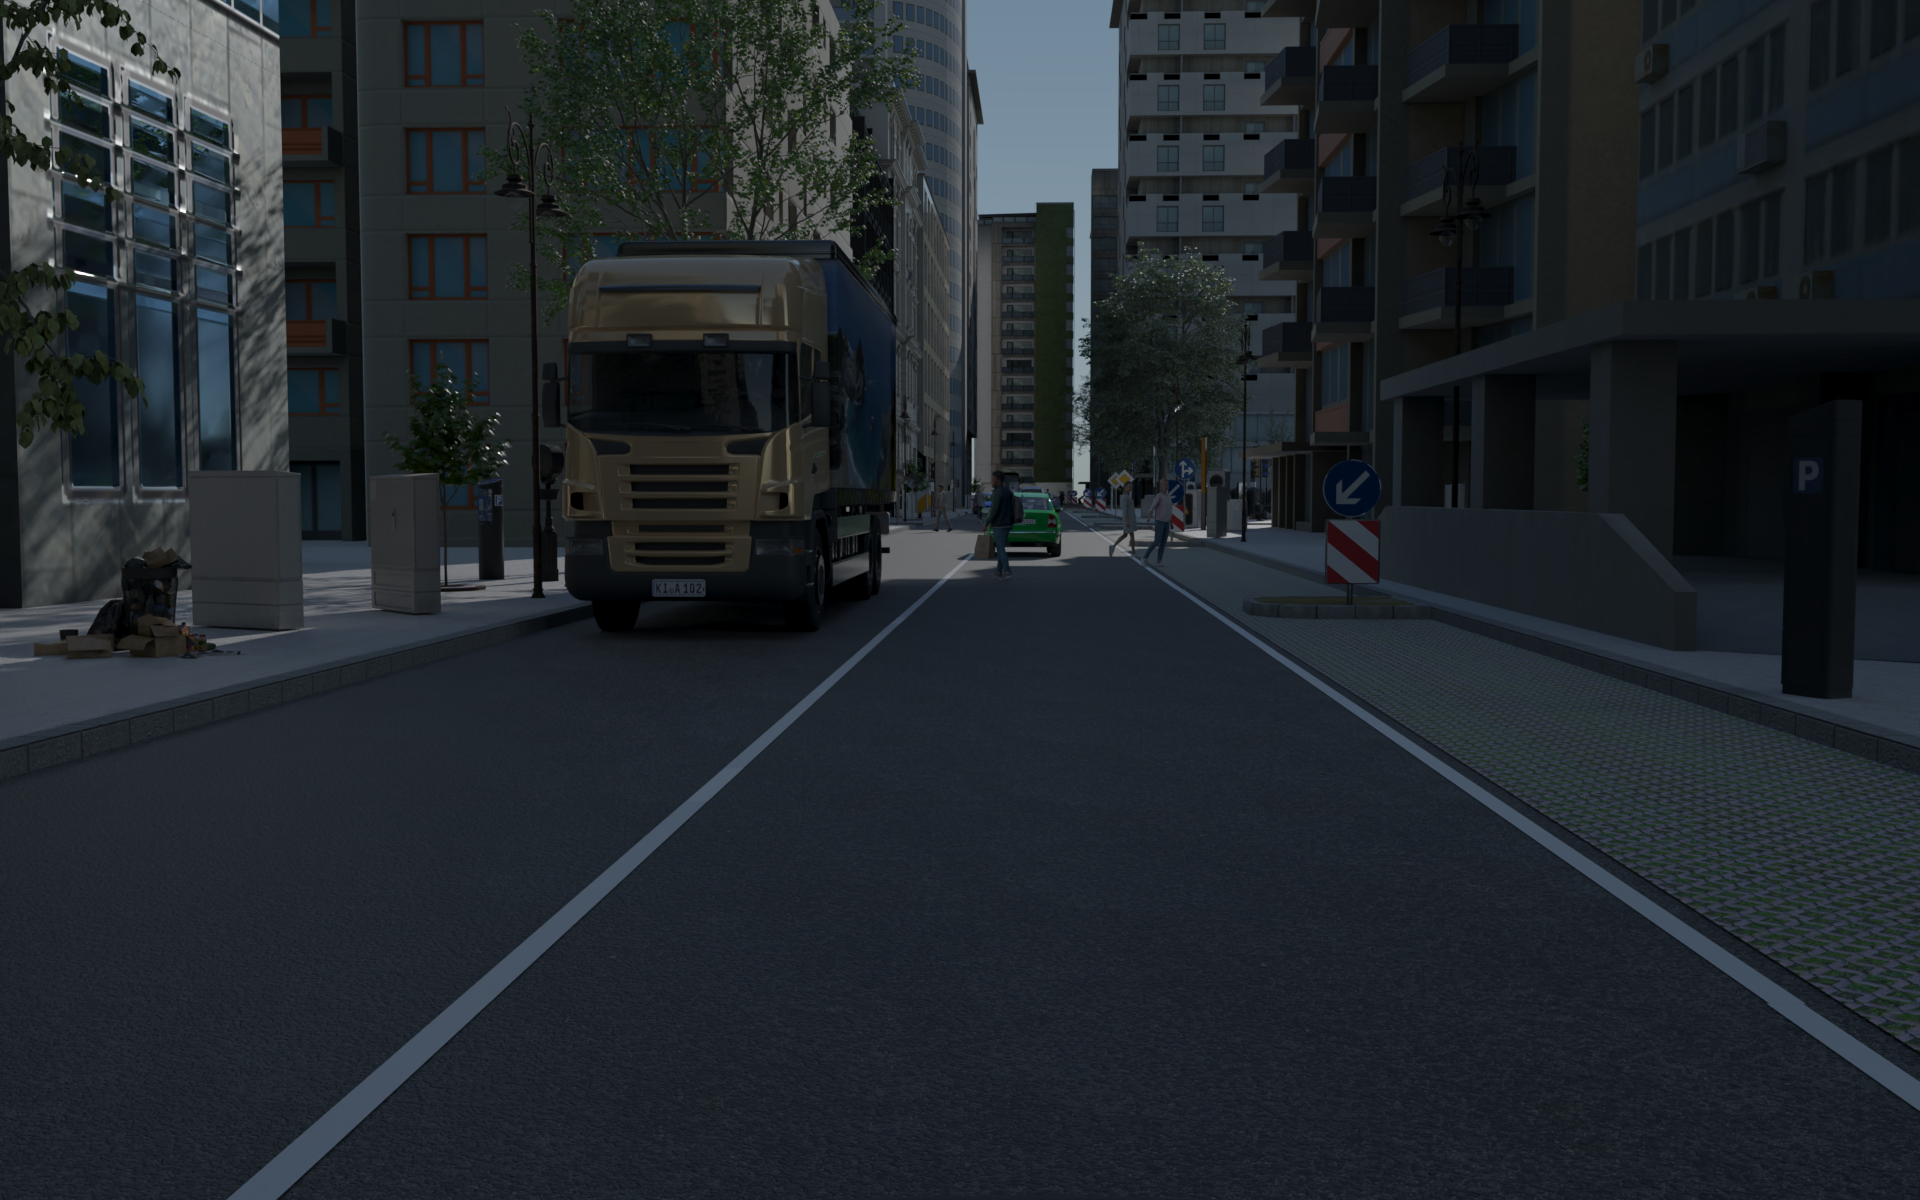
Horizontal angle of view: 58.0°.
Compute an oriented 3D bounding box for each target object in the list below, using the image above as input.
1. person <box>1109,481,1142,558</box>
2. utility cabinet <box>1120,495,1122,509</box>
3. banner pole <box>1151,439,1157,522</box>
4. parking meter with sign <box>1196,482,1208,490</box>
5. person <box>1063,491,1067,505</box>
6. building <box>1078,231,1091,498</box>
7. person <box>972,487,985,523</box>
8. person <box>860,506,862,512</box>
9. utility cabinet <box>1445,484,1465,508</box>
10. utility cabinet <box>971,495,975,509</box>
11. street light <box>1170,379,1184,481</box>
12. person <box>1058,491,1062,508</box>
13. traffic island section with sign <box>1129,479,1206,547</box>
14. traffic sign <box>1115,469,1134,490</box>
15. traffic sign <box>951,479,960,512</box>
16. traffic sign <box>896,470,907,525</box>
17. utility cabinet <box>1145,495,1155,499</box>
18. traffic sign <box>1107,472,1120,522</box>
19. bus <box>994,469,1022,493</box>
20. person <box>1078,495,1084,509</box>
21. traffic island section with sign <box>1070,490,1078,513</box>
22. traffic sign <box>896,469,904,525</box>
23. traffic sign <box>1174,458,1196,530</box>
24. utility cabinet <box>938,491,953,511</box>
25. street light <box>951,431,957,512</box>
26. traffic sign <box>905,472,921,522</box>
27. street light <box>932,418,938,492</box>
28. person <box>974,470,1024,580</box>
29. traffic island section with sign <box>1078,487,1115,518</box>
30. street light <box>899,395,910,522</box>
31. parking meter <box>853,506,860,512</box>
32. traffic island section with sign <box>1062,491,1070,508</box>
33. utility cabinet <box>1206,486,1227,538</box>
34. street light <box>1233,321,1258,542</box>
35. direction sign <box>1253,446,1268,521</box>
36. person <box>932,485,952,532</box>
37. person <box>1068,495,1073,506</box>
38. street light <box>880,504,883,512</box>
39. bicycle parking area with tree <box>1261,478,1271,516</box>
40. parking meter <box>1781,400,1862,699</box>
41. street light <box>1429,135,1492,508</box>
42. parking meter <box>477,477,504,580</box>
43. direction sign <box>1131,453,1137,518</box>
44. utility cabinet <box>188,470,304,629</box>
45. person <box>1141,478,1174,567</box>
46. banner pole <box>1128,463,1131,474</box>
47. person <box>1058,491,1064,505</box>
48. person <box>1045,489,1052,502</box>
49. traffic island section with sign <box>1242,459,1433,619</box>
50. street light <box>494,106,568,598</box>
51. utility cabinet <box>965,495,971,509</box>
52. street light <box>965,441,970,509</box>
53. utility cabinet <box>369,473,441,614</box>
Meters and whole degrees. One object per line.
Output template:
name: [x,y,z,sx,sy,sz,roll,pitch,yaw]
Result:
person: [3.738,-1.818,38.968,0.760,1.731,0.466,-1,4,-22]
utility cabinet: [14.143,-8.589,151.588,0.306,1.237,1.020,0,4,4]
banner pole: [8.867,-5.431,78.813,0.401,3.779,0.863,1,4,16]
parking meter with sign: [15.497,-7.014,110.946,1.738,3.016,0.543,3,5,41]
person: [13.527,-13.338,226.560,1.348,1.826,0.705,2,4,23]
building: [31.472,-36.271,247.654,28.867,44.769,22.147,0,4,3]
person: [0.885,-4.710,85.698,0.709,1.800,0.728,0,4,-4]
person: [-4.192,-3.820,73.547,0.523,1.515,0.503,-2,4,-34]
utility cabinet: [10.619,-1.747,37.240,0.318,1.500,1.173,1,4,22]
utility cabinet: [1.058,-8.677,153.038,0.306,1.237,1.020,1,4,19]
street light: [8.709,-5.914,69.480,0.468,5.910,1.993,0,4,3]
person: [9.994,-10.072,173.631,0.568,1.767,0.683,-1,4,-15]
traffic island section with sign: [5.666,-2.382,47.572,1.989,1.847,2.006,0,4,3]
traffic sign: [6.691,-4.088,70.479,0.795,2.450,0.064,0,4,3]
traffic sign: [-0.327,-7.237,120.448,0.606,2.300,0.079,0,4,7]
traffic sign: [-2.542,-4.115,70.923,0.795,2.450,0.064,0,4,3]
utility cabinet: [13.215,-6.647,119.841,0.306,1.237,1.020,-3,4,-37]
traffic sign: [7.059,-4.576,78.456,0.795,2.450,0.064,0,4,3]
bus: [4.820,-11.329,176.774,2.896,3.916,12.252,0,4,2]
person: [11.634,-9.400,165.381,0.799,1.438,0.628,0,4,5]
traffic island section with sign: [9.485,-7.468,130.724,1.989,1.847,2.006,0,4,3]
traffic sign: [-2.583,-4.217,71.074,0.606,2.300,0.079,1,4,11]
traffic sign: [7.978,-3.757,61.531,0.768,2.556,0.104,0,4,7]
utility cabinet: [-1.072,-7.432,130.188,1.173,1.500,0.318,0,4,6]
street light: [-0.467,-9.394,126.383,0.468,5.910,1.993,0,4,3]
traffic sign: [-2.175,-4.603,78.900,0.795,2.450,0.064,0,4,3]
street light: [-1.501,-7.974,103.170,0.468,5.910,1.993,0,4,3]
person: [0.635,-1.243,28.804,0.794,1.824,0.713,-3,5,-40]
traffic island section with sign: [8.223,-5.780,103.134,1.989,1.847,2.006,0,4,3]
street light: [-2.534,-6.557,79.992,0.468,5.910,1.993,0,4,3]
parking meter: [-3.610,-3.130,59.589,0.372,1.533,0.369,0,3,0]
traffic island section with sign: [11.779,-10.492,180.178,1.989,1.847,2.006,0,4,3]
utility cabinet: [7.515,-2.571,50.714,0.318,1.500,1.173,2,4,24]
street light: [7.609,-4.497,46.306,0.468,5.910,1.993,0,4,3]
direction sign: [14.190,-5.491,81.775,0.876,3.537,0.379,-2,4,-29]
person: [-0.664,-3.475,65.589,0.850,1.792,0.678,-2,4,-34]
person: [12.886,-11.518,200.038,0.991,1.433,0.599,2,4,25]
street light: [-3.072,-5.816,67.876,0.468,5.910,1.993,0,4,3]
bicycle parking area with tree: [21.143,-7.237,105.328,8.231,4.147,9.016,0,4,6]
parking meter: [5.452,-0.323,10.986,0.255,1.863,0.399,-1,4,-20]
street light: [6.554,-3.061,22.843,0.468,5.910,1.993,0,4,3]
parking meter: [-7.039,-1.075,25.986,0.372,1.533,0.369,0,3,0]
direction sign: [9.435,-6.254,94.254,0.379,3.537,0.876,1,4,22]
utility cabinet: [-6.794,-0.478,16.502,1.173,1.500,0.318,2,4,27]
person: [3.794,-1.503,33.742,0.598,1.740,0.731,2,4,29]
banner pole: [13.598,-9.172,139.972,0.401,3.779,0.863,-2,4,-24]
person: [12.874,-12.910,219.583,0.705,1.823,1.348,3,4,37]
person: [6.472,-7.304,127.943,0.581,1.822,0.654,1,4,11]
traffic island section with sign: [4.425,-0.735,20.645,1.989,1.847,2.006,0,4,3]
street light: [-5.211,-2.962,21.216,0.468,5.910,1.993,0,4,3]
utility cabinet: [0.587,-8.603,151.826,0.306,1.237,1.020,0,4,3]
street light: [0.662,-10.812,149.556,0.468,5.910,1.993,0,4,3]
utility cabinet: [-6.028,-0.617,18.767,0.318,1.500,1.173,-3,5,-40]
